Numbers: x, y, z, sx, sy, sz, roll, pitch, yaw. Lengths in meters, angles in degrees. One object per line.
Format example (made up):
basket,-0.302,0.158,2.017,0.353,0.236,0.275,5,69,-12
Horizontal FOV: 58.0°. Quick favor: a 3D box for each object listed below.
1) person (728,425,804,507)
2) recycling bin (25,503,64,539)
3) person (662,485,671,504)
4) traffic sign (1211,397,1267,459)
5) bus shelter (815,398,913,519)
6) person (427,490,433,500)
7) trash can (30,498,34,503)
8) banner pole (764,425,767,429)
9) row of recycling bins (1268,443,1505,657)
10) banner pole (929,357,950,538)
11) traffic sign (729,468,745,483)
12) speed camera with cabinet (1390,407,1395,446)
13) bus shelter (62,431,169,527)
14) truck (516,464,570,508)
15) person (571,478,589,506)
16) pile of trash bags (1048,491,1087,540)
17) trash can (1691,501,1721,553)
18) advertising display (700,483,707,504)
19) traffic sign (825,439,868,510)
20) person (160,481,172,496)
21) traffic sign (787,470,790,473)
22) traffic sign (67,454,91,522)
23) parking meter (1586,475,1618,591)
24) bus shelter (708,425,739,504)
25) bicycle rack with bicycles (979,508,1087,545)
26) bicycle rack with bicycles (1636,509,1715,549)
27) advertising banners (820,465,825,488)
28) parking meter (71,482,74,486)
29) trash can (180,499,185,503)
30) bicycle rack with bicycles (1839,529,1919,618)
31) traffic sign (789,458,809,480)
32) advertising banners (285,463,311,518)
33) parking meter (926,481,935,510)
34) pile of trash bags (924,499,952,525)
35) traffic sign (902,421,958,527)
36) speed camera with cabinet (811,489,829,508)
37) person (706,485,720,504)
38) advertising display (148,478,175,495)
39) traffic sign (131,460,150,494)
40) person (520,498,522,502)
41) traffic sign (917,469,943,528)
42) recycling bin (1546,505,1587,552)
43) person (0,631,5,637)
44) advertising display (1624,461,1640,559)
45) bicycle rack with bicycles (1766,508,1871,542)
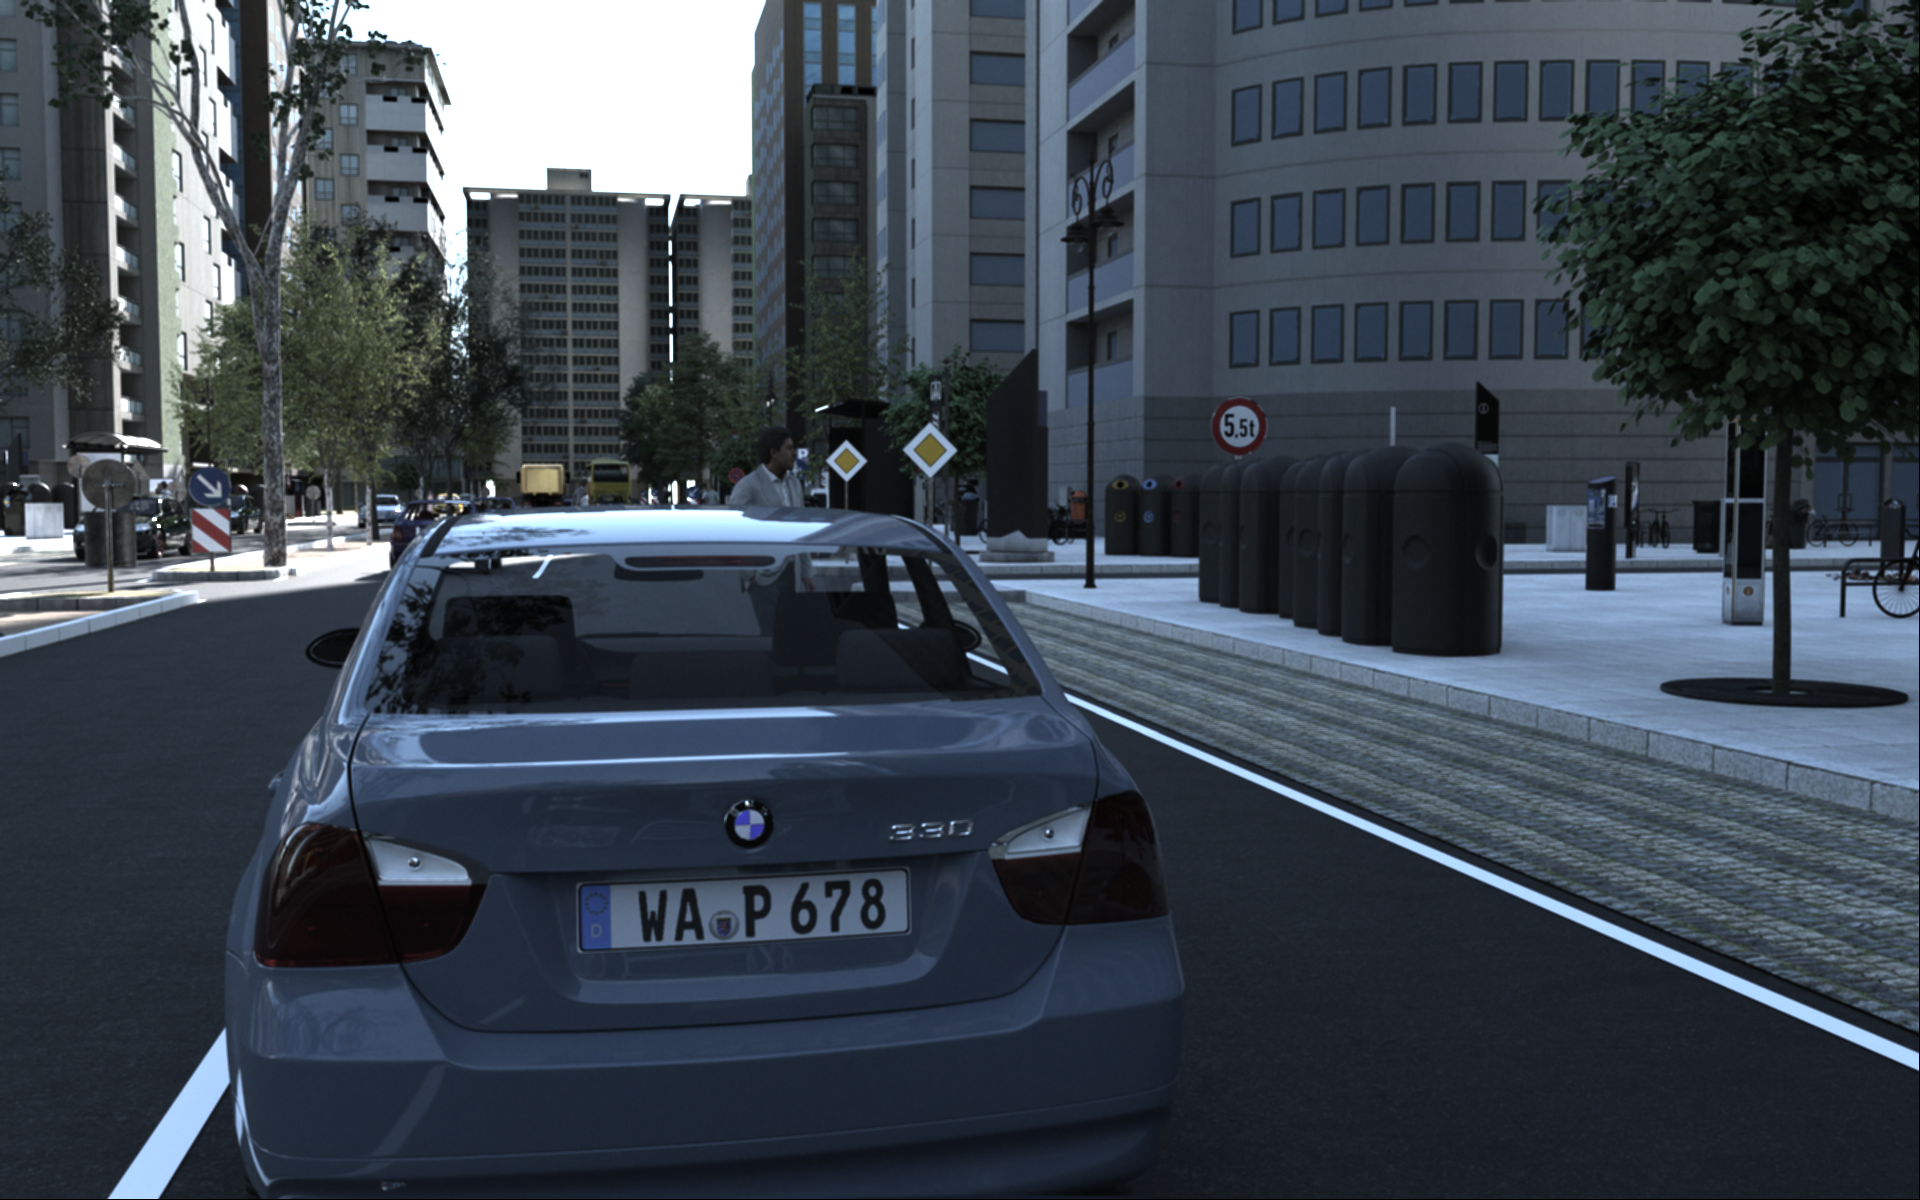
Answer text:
person,-1.199,-0.133,10.517,0.795,1.843,0.661,3,5,40
recycling bin,-26.099,-2.252,49.372,0.722,1.027,0.722,1,4,16
person,-14.772,-4.820,86.670,0.648,1.900,0.474,3,4,38
traffic sign,3.664,-1.392,22.863,0.768,2.556,0.104,-1,4,-10
bus shelter,-2.543,-3.321,45.581,1.731,3.624,6.357,-1,4,-12
person,-39.798,-7.396,130.092,0.621,1.740,0.551,-1,4,-17
trash can,-33.075,-3.023,61.083,0.748,1.137,0.748,0,3,0
banner pole,-7.049,-4.446,62.704,0.401,3.779,0.863,0,4,-3
row of recycling bins,3.769,-0.503,15.335,1.069,1.692,3.534,0,4,-6
banner pole,-0.364,-2.561,31.894,0.401,3.779,0.863,-2,4,-31
traffic sign,-10.727,-5.085,83.243,0.768,2.556,0.104,0,4,-4
speed camera with cabinet,10.493,-2.740,39.142,2.038,3.252,0.660,2,4,31
bus shelter,-28.484,-3.959,58.657,2.014,3.302,5.546,-1,4,-12
truck,-26.772,-7.052,111.224,3.469,3.379,9.791,-1,4,-13
person,-9.379,-2.099,42.922,0.850,1.850,0.679,0,4,-3
pile of trash bags,2.942,-2.454,49.881,1.912,1.369,3.447,-1,4,-16
trash can,16.270,-1.589,37.635,0.748,1.137,0.748,0,3,0
advertising display,-15.365,-6.020,103.643,0.123,1.923,0.974,1,4,10
traffic sign,-2.085,-1.724,31.829,0.795,2.450,0.064,-1,4,-12
person,-23.431,-2.591,51.040,0.419,1.800,0.721,-1,4,-16
traffic sign,-6.310,-3.696,60.538,0.768,2.556,0.104,0,4,-3
traffic sign,-28.167,-3.382,55.401,0.768,2.556,0.104,0,4,-2
parking meter,8.562,-0.899,23.114,0.372,1.533,0.369,0,3,0
bus shelter,-13.177,-7.418,98.910,2.179,5.291,8.768,-1,4,-12
bicycle rack with bicycles,2.131,-1.915,44.686,2.852,0.926,2.925,-2,4,-26
bicycle rack with bicycles,17.295,-1.730,41.670,2.852,0.926,2.925,2,4,29
advertising banners,-8.693,-6.431,101.329,2.074,3.025,0.090,1,4,14
parking meter,-40.481,-4.500,79.293,0.399,1.863,0.255,3,4,37
trash can,-37.413,-4.356,82.871,0.748,1.137,0.748,0,3,0
bicycle rack with bicycles,10.430,-0.237,17.261,2.925,0.926,2.852,-1,4,-11
traffic sign,-5.798,-3.781,61.931,0.768,2.556,0.104,0,4,-8
advertising banners,-36.245,-6.036,94.879,2.074,3.025,0.090,2,4,28
parking meter,-1.306,-4.331,76.529,0.399,1.863,0.255,0,4,7
pile of trash bags,-0.647,-3.937,74.115,3.447,1.369,1.912,2,4,24
traffic sign,-0.418,-1.246,24.019,0.795,2.450,0.064,-1,4,-12
speed camera with cabinet,-4.155,-3.940,58.758,2.038,3.252,0.660,3,4,39
person,-10.503,-3.986,73.764,0.635,1.810,0.391,0,4,4
advertising display,-31.536,-3.869,68.469,0.974,1.923,0.123,-1,4,-14
traffic sign,-30.910,-3.983,65.124,0.884,2.594,0.081,0,4,-7
person,-30.020,-6.846,120.561,1.348,1.807,0.705,1,4,12
traffic sign,-0.711,-2.651,43.342,0.884,2.594,0.081,0,4,-7
recycling bin,13.531,-1.597,38.659,0.722,1.027,0.722,0,4,6
person,-9.147,-0.202,16.067,0.640,1.303,0.475,1,4,11
advertising display,13.444,-1.801,34.660,0.123,1.923,0.974,2,4,30
bicycle rack with bicycles,20.956,-1.805,42.894,2.925,0.926,2.852,-2,4,-28
